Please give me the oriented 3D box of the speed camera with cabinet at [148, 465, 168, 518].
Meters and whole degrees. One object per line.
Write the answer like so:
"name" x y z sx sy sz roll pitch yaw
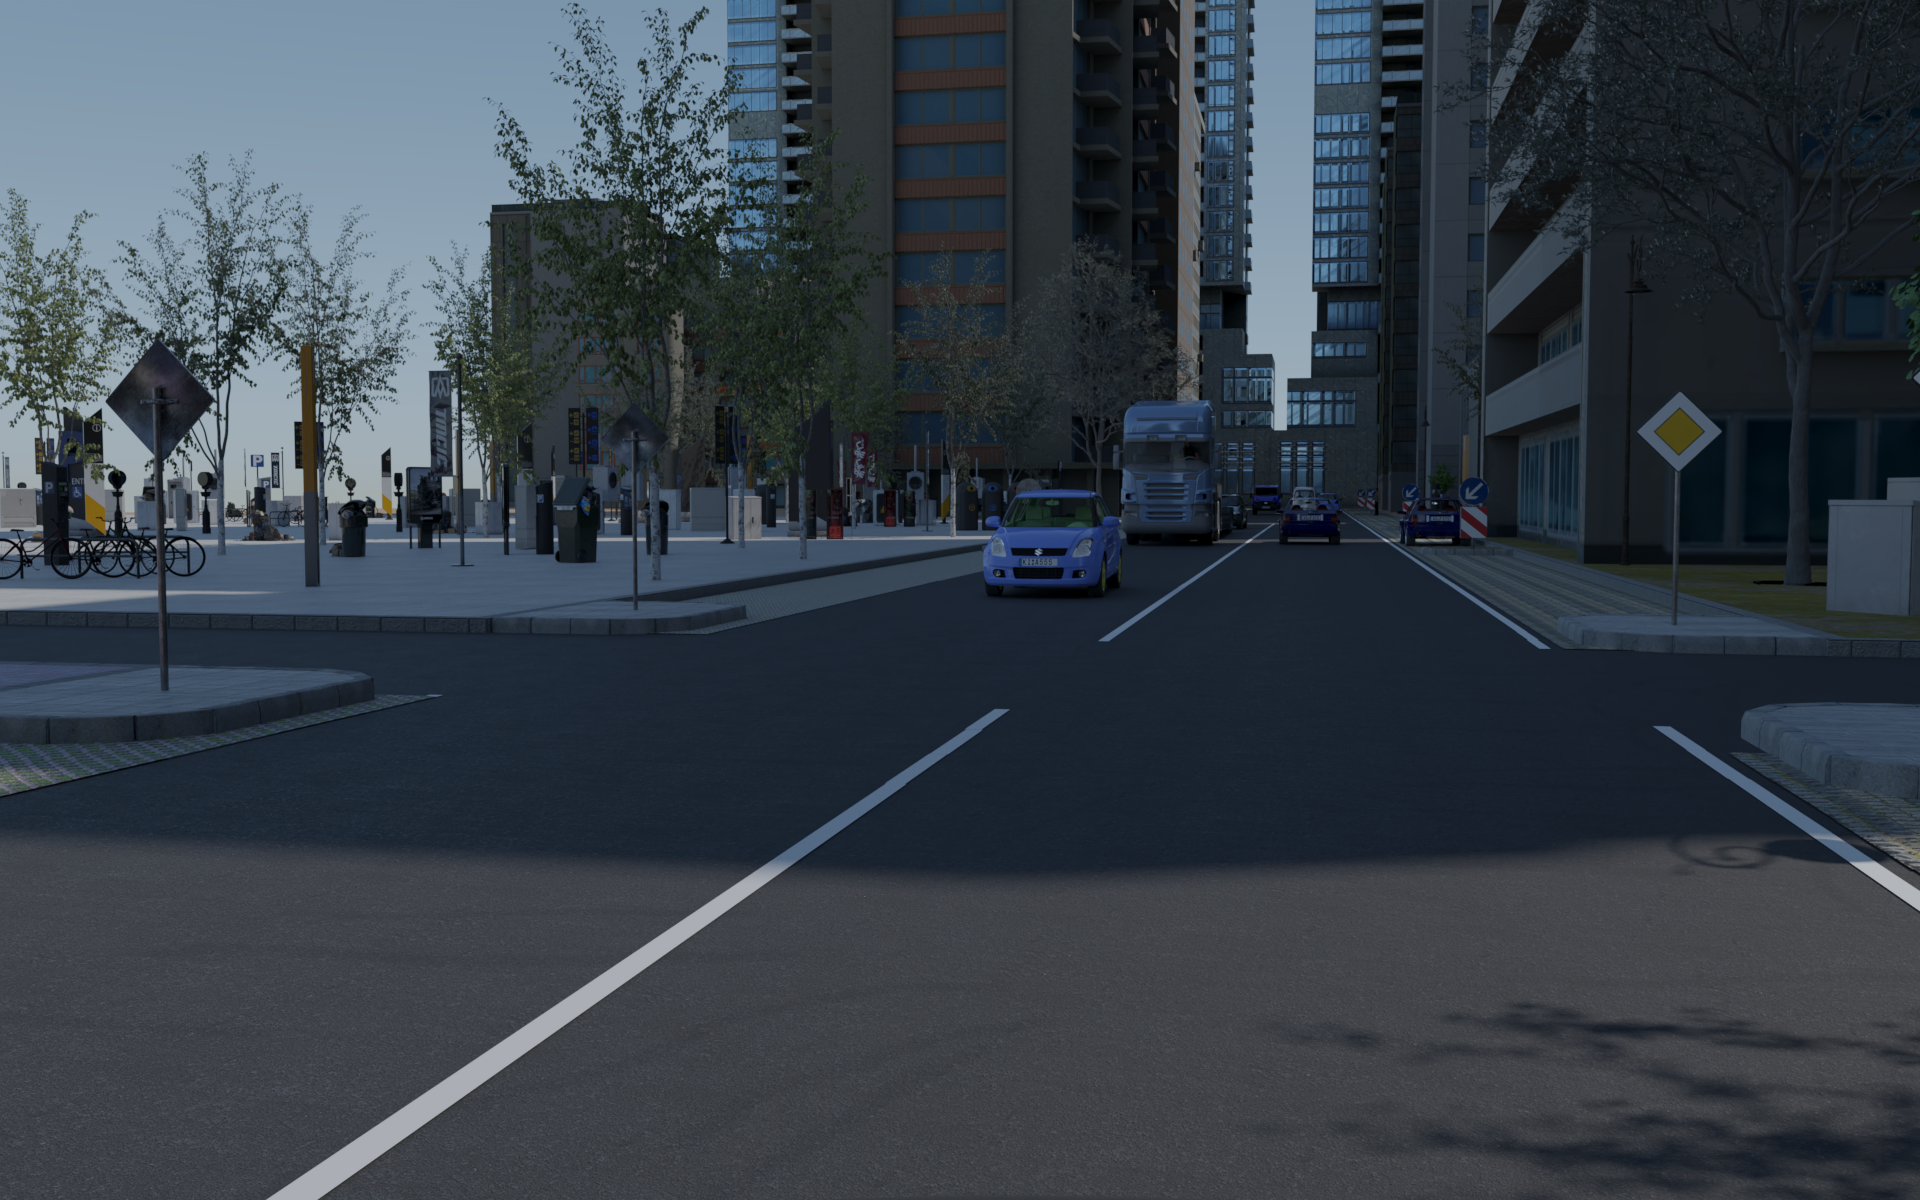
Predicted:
"speed camera with cabinet" -42.920 -6.108 94.195 2.038 3.252 0.660 1 4 15

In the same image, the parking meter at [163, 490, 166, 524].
"parking meter" -33.909 -3.982 73.516 0.372 1.533 0.369 0 3 0

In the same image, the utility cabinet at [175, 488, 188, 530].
"utility cabinet" -27.309 -3.187 60.780 0.318 1.500 1.173 -1 4 -21

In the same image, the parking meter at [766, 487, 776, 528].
"parking meter" -7.239 -3.549 66.431 0.372 1.533 0.369 0 3 0

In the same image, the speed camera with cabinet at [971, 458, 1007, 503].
"speed camera with cabinet" 1.637 -6.134 94.630 2.038 3.252 0.660 1 4 14

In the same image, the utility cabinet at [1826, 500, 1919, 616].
"utility cabinet" 9.912 -0.462 18.708 0.306 1.237 1.020 -2 4 -25

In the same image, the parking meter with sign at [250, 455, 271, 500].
"parking meter with sign" -30.539 -4.873 75.942 0.543 3.016 1.738 -3 4 -38

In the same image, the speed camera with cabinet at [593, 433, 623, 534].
"speed camera with cabinet" -11.638 -3.728 55.296 0.660 3.252 2.038 1 4 16

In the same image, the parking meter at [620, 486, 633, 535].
"parking meter" -10.365 -2.777 53.818 0.372 1.533 0.369 0 3 0

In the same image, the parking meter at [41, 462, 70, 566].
"parking meter" -16.255 -1.555 31.138 0.399 1.863 0.255 1 4 15

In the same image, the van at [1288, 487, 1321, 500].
"van" 20.780 -5.957 104.409 2.013 2.044 4.112 1 4 12

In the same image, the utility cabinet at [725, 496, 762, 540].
"utility cabinet" -6.087 -2.310 48.932 0.306 1.237 1.020 3 5 45

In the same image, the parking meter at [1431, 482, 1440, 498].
"parking meter" 23.302 -4.839 84.832 0.255 1.863 0.399 -2 4 -24

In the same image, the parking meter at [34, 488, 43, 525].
"parking meter" -37.948 -3.845 71.273 0.372 1.533 0.369 0 3 0

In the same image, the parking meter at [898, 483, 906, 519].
"parking meter" -3.004 -5.124 89.489 0.399 1.863 0.255 0 4 5

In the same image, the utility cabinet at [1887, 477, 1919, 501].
"utility cabinet" 12.839 -0.886 23.168 0.318 1.500 1.173 0 4 2

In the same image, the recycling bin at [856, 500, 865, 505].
"recycling bin" -4.841 -4.157 80.515 0.722 1.027 0.722 1 4 9

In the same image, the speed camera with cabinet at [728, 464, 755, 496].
"speed camera with cabinet" -7.427 -3.938 58.730 0.660 3.252 2.038 -1 4 -19

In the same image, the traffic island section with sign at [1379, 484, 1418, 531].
"traffic island section with sign" 17.569 -3.635 68.063 1.989 1.847 2.006 1 4 12

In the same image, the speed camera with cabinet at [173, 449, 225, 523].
"speed camera with cabinet" -33.522 -5.011 76.267 2.038 3.252 0.660 -1 4 -14

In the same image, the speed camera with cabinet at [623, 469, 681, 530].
"speed camera with cabinet" -11.129 -4.163 62.406 2.038 3.252 0.660 0 4 4

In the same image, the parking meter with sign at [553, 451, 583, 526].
"parking meter with sign" -16.078 -4.538 70.451 1.738 3.016 0.543 3 5 42

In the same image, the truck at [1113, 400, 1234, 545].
"truck" 7.252 -4.028 55.620 2.967 4.110 18.799 1 4 11

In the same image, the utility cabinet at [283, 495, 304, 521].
"utility cabinet" -31.760 -4.370 82.609 1.020 1.237 0.306 1 4 19

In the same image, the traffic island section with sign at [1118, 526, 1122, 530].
"traffic island section with sign" 7.193 -3.745 69.859 1.989 1.847 2.006 1 4 12

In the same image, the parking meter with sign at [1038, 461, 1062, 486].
"parking meter with sign" 4.466 -5.803 91.135 1.738 3.016 0.543 1 4 21

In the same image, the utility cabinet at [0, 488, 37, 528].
"utility cabinet" -35.706 -3.484 65.644 1.173 1.500 0.318 -3 4 -37

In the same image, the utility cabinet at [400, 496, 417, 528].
"utility cabinet" -21.020 -3.359 66.084 0.306 1.237 1.020 1 4 10

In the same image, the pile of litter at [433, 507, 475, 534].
"pile of litter" -16.638 -2.607 56.583 1.719 0.858 1.176 -3 4 -37

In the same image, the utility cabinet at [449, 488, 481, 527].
"utility cabinet" -19.284 -3.596 67.468 1.173 1.500 0.318 -3 5 -40

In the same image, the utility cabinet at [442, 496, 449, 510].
"utility cabinet" -20.343 -3.439 67.394 1.020 1.237 0.306 1 4 14

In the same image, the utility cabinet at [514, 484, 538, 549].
"utility cabinet" -10.086 -1.946 40.501 0.318 1.500 1.173 0 4 4

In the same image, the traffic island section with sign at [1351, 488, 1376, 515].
"traffic island section with sign" 27.653 -6.628 117.003 1.989 1.847 2.006 1 4 12

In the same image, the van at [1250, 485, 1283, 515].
"van" 21.384 -7.117 120.741 2.240 2.365 5.245 1 4 11

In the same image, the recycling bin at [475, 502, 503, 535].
"recycling bin" -14.925 -2.596 55.005 0.722 1.027 0.722 -3 4 -37

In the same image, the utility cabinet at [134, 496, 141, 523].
"utility cabinet" -35.693 -3.956 75.843 1.020 1.237 0.306 2 4 24

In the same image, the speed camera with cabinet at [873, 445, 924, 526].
"speed camera with cabinet" -2.479 -4.627 69.984 2.038 3.252 0.660 0 4 1

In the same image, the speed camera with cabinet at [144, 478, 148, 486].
"speed camera with cabinet" -44.216 -6.225 96.115 0.660 3.252 2.038 2 4 28

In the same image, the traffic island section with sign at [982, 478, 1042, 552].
"traffic island section with sign" 1.694 -2.113 43.177 1.989 1.847 2.006 1 4 12

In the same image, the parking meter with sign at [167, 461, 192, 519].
"parking meter with sign" -41.006 -5.757 90.380 1.738 3.016 0.543 -2 4 -30

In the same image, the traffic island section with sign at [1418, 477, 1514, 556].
"traffic island section with sign" 11.996 -1.983 41.050 1.989 1.847 2.006 1 4 12

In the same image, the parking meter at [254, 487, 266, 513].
"parking meter" -34.885 -4.761 86.249 0.372 1.533 0.369 0 3 0

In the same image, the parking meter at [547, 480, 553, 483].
"parking meter" -17.237 -4.106 72.848 0.255 1.863 0.399 -1 4 -14

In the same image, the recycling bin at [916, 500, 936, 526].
"recycling bin" -1.383 -3.571 70.939 0.722 1.027 0.722 1 4 9

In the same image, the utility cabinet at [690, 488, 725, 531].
"utility cabinet" -8.744 -3.139 59.994 1.173 1.500 0.318 -1 4 -18

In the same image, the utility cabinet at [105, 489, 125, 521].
"utility cabinet" -40.154 -4.479 81.909 1.173 1.500 0.318 0 4 -2

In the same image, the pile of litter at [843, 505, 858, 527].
"pile of litter" -4.776 -3.332 68.442 1.719 0.858 1.176 -2 4 -23

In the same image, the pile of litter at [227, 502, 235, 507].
"pile of litter" -40.221 -4.964 95.131 1.719 0.858 1.176 -3 5 -42

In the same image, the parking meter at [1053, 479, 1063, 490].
"parking meter" 3.724 -3.676 65.820 0.255 1.863 0.399 2 4 25

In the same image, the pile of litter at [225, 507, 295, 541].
"pile of litter" -19.135 -2.061 47.659 1.719 0.858 1.176 2 4 26

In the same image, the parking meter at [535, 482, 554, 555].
"parking meter" -8.826 -1.736 36.795 0.372 1.533 0.369 0 3 0

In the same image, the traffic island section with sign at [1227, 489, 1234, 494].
"traffic island section with sign" 22.765 -8.363 145.357 1.989 1.847 2.006 1 4 12

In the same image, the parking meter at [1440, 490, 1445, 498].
"parking meter" 24.158 -4.805 86.968 0.372 1.533 0.369 0 3 0

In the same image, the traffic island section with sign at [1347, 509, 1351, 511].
"traffic island section with sign" 33.170 -8.263 143.728 1.989 1.847 2.006 1 4 12

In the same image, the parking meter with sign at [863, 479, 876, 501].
"parking meter with sign" -4.705 -5.766 90.535 1.738 3.016 0.543 0 4 0
